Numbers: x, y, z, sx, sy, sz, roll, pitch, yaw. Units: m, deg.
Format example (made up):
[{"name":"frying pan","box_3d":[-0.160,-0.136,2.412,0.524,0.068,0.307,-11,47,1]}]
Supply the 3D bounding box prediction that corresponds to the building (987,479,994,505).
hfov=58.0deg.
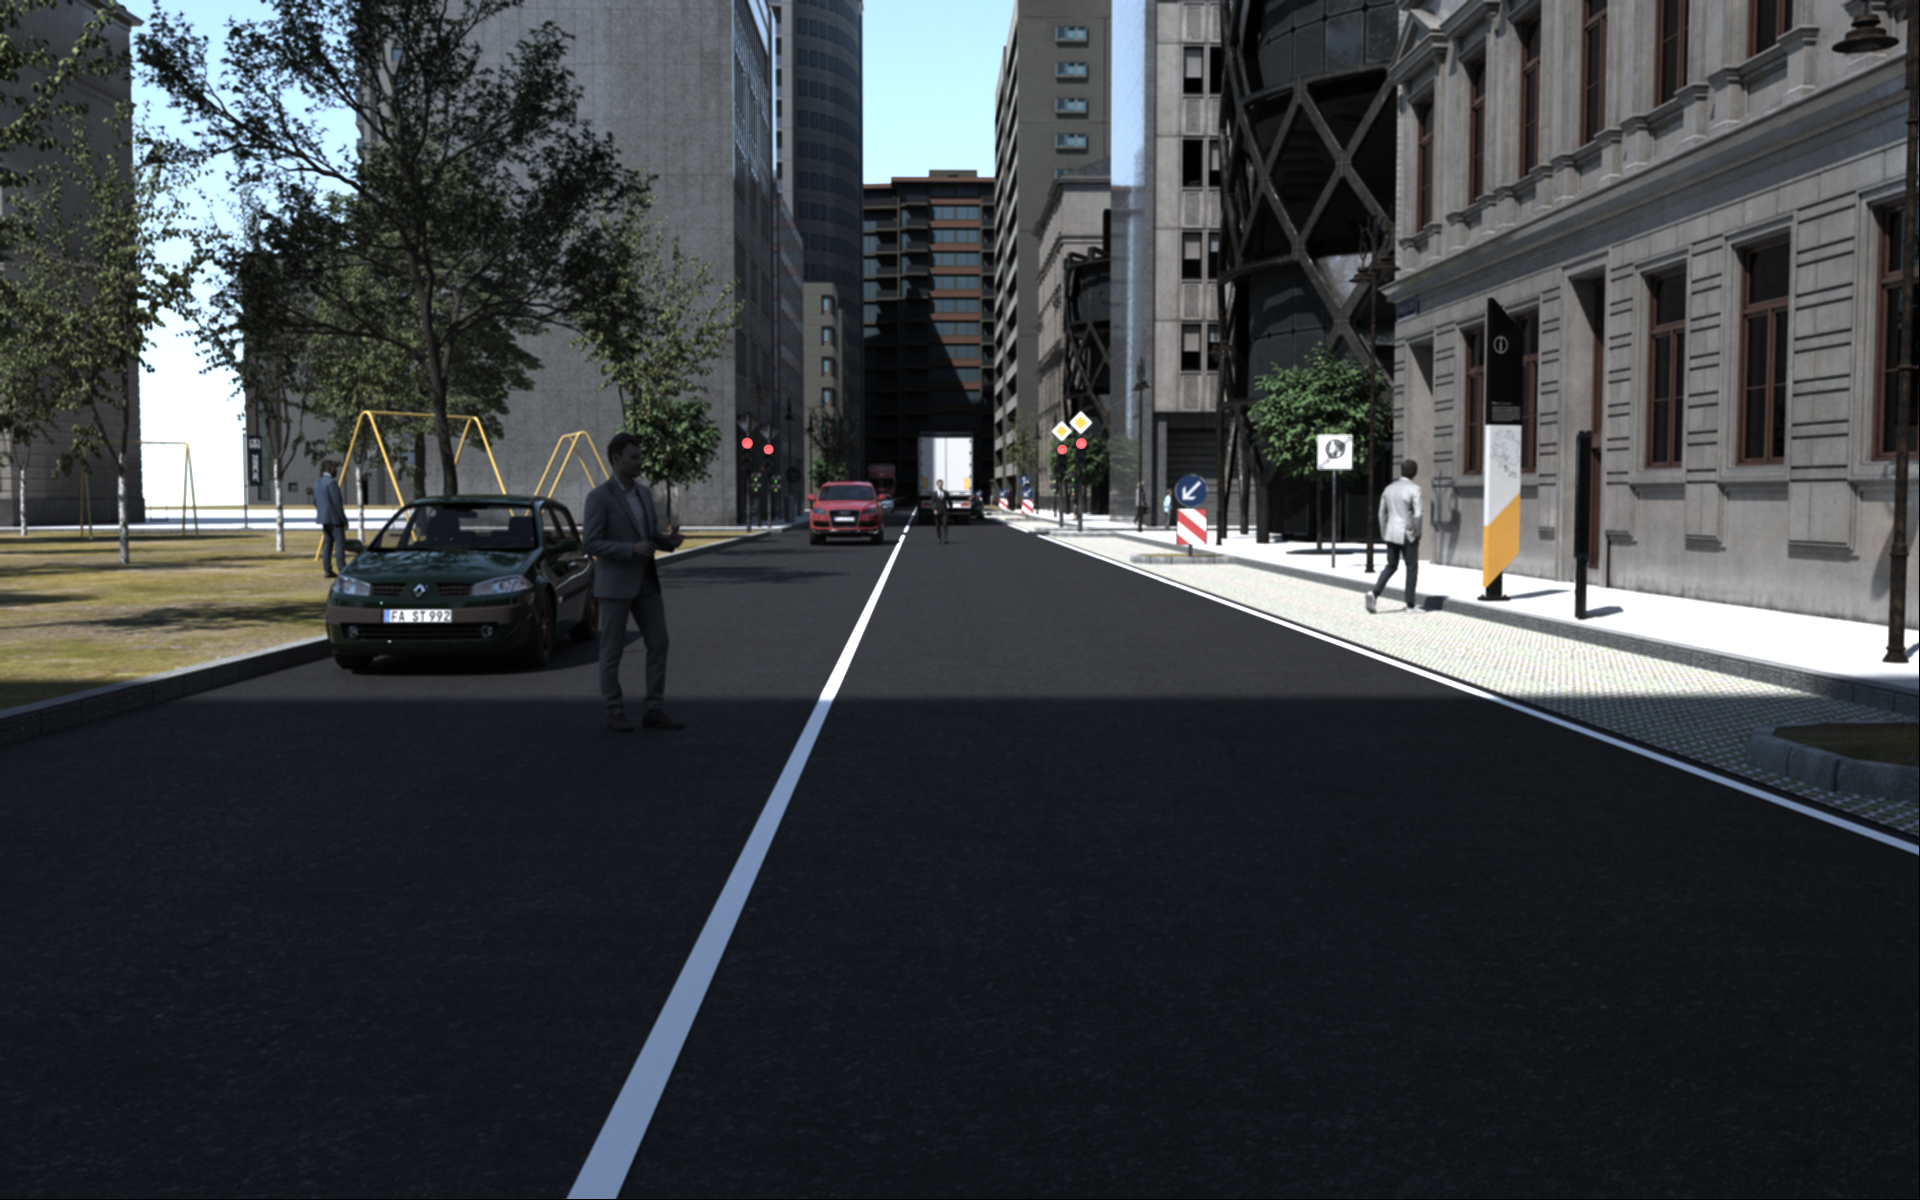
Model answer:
[{"name":"building","box_3d":[19.563,-31.374,204.840,32.217,40.220,23.993,0,4,-1]}]

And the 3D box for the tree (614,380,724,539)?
[{"name":"tree","box_3d":[-8.409,-4.038,49.740,4.285,4.588,4.351,0,3,0]}]

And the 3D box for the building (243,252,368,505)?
[{"name":"building","box_3d":[-76.589,-26.715,208.487,14.107,30.474,14.160,0,4,-1]}]

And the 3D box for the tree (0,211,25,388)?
[{"name":"tree","box_3d":[-27.784,-7.721,44.363,7.486,12.596,7.792,0,3,0]}]

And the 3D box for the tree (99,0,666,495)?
[{"name":"tree","box_3d":[-7.896,-5.594,25.871,7.601,10.594,8.767,1,4,12]}]

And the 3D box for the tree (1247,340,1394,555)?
[{"name":"tree","box_3d":[7.807,-3.270,37.182,4.285,4.588,4.351,0,3,0]}]

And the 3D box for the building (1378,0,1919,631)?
[{"name":"building","box_3d":[13.766,-11.481,23.879,11.583,22.565,21.152,0,4,-1]}]

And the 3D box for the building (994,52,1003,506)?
[{"name":"building","box_3d":[14.691,-34.094,181.130,21.300,48.544,21.600,0,4,-1]}]

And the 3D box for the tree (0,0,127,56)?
[{"name":"tree","box_3d":[-9.818,-3.950,14.944,4.737,8.622,4.395,0,3,0]}]

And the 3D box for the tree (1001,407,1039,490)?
[{"name":"tree","box_3d":[5.399,-11.914,145.158,4.737,8.622,4.395,0,3,0]}]

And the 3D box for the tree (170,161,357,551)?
[{"name":"tree","box_3d":[-15.197,-5.383,38.377,4.360,8.622,3.978,0,3,0]}]

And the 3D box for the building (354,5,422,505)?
[{"name":"building","box_3d":[-55.135,-40.495,204.095,28.212,58.520,21.231,0,4,-1]}]

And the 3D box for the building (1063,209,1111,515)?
[{"name":"building","box_3d":[14.767,-14.710,107.956,16.820,18.784,16.811,0,4,-1]}]

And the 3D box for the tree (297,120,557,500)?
[{"name":"tree","box_3d":[-16.159,-8.246,52.941,7.486,12.596,7.792,0,3,0]}]

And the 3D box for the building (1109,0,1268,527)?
[{"name":"building","box_3d":[16.916,-15.599,73.069,19.932,24.808,12.078,0,4,-1]}]

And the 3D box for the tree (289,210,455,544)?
[{"name":"tree","box_3d":[-15.320,-5.748,44.350,4.737,8.622,4.395,0,3,0]}]

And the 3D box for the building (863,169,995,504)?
[{"name":"building","box_3d":[-1.680,-35.587,236.472,28.867,44.769,22.147,0,4,-1]}]

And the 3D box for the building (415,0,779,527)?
[{"name":"building","box_3d":[-14.909,-15.798,76.318,12.078,24.808,19.932,0,4,-1]}]

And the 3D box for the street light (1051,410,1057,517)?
[{"name":"street light","box_3d":[5.269,-7.505,95.496,0.468,5.910,1.993,0,4,-1]}]

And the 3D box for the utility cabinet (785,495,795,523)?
[{"name":"utility cabinet","box_3d":[-7.690,-4.097,78.142,0.306,1.237,1.020,-1,4,-15]}]

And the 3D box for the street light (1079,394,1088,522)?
[{"name":"street light","box_3d":[5.578,-6.552,79.921,0.468,5.910,1.993,0,4,-1]}]

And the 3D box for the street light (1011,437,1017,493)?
[{"name":"street light","box_3d":[4.352,-10.293,141.082,0.468,5.910,1.993,0,4,-1]}]

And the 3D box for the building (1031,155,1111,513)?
[{"name":"building","box_3d":[12.295,-20.302,129.195,12.463,27.353,25.104,0,4,-1]}]

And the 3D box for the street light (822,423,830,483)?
[{"name":"street light","box_3d":[-8.687,-8.562,112.775,0.468,5.910,1.993,0,4,-1]}]

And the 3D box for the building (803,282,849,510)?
[{"name":"building","box_3d":[-24.508,-19.019,156.002,27.650,21.520,28.899,0,4,-1]}]

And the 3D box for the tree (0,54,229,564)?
[{"name":"tree","box_3d":[-15.676,-4.976,31.722,4.737,8.622,4.395,0,3,0]}]

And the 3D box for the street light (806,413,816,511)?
[{"name":"street light","box_3d":[-8.360,-7.612,97.251,0.468,5.910,1.993,0,4,-1]}]

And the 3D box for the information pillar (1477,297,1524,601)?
[{"name":"information pillar","box_3d":[6.504,-1.799,20.775,0.504,3.616,0.183,-1,4,-22]}]

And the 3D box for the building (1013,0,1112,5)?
[{"name":"building","box_3d":[15.354,-32.775,159.580,21.300,48.544,21.600,0,4,-1]}]

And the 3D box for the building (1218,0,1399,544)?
[{"name":"building","box_3d":[15.550,-11.077,48.569,16.820,18.784,16.811,0,4,-1]}]

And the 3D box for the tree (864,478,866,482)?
[{"name":"tree","box_3d":[-11.187,-12.628,201.071,1.663,3.219,1.824,0,3,0]}]

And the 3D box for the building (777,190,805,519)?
[{"name":"building","box_3d":[-14.449,-14.758,96.044,10.420,20.320,16.860,0,4,-1]}]

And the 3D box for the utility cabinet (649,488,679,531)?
[{"name":"utility cabinet","box_3d":[-10.185,-3.078,59.011,1.173,1.500,0.318,0,4,-4]}]

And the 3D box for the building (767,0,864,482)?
[{"name":"building","box_3d":[-21.213,-39.254,183.798,21.231,58.520,28.212,0,4,-1]}]

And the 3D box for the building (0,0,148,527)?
[{"name":"building","box_3d":[-48.931,-16.784,71.675,25.104,27.353,12.463,0,4,-1]}]

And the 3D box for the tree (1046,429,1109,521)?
[{"name":"tree","box_3d":[5.744,-6.109,83.592,4.285,4.588,4.351,0,3,0]}]

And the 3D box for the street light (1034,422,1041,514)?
[{"name":"street light","box_3d":[4.945,-8.427,110.564,0.468,5.910,1.993,0,4,-1]}]

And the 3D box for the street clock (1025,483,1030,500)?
[{"name":"street clock","box_3d":[4.497,-6.763,115.149,0.358,2.002,0.471,1,4,17]}]

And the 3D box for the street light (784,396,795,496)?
[{"name":"street light","box_3d":[-8.079,-6.691,82.182,0.468,5.910,1.993,0,4,-1]}]

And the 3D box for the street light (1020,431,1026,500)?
[{"name":"street light","box_3d":[4.626,-9.372,126.013,0.468,5.910,1.993,0,4,-1]}]

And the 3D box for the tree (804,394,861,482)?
[{"name":"tree","box_3d":[-9.304,-10.698,125.266,4.360,8.622,3.978,0,3,0]}]

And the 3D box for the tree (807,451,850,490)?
[{"name":"tree","box_3d":[-10.554,-9.544,139.761,4.285,4.588,4.351,0,3,0]}]

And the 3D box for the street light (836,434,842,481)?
[{"name":"street light","box_3d":[-9.040,-9.526,128.530,0.468,5.910,1.993,0,4,-1]}]

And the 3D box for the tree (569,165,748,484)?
[{"name":"tree","box_3d":[-7.210,-5.418,38.944,4.737,8.622,4.395,0,3,0]}]
